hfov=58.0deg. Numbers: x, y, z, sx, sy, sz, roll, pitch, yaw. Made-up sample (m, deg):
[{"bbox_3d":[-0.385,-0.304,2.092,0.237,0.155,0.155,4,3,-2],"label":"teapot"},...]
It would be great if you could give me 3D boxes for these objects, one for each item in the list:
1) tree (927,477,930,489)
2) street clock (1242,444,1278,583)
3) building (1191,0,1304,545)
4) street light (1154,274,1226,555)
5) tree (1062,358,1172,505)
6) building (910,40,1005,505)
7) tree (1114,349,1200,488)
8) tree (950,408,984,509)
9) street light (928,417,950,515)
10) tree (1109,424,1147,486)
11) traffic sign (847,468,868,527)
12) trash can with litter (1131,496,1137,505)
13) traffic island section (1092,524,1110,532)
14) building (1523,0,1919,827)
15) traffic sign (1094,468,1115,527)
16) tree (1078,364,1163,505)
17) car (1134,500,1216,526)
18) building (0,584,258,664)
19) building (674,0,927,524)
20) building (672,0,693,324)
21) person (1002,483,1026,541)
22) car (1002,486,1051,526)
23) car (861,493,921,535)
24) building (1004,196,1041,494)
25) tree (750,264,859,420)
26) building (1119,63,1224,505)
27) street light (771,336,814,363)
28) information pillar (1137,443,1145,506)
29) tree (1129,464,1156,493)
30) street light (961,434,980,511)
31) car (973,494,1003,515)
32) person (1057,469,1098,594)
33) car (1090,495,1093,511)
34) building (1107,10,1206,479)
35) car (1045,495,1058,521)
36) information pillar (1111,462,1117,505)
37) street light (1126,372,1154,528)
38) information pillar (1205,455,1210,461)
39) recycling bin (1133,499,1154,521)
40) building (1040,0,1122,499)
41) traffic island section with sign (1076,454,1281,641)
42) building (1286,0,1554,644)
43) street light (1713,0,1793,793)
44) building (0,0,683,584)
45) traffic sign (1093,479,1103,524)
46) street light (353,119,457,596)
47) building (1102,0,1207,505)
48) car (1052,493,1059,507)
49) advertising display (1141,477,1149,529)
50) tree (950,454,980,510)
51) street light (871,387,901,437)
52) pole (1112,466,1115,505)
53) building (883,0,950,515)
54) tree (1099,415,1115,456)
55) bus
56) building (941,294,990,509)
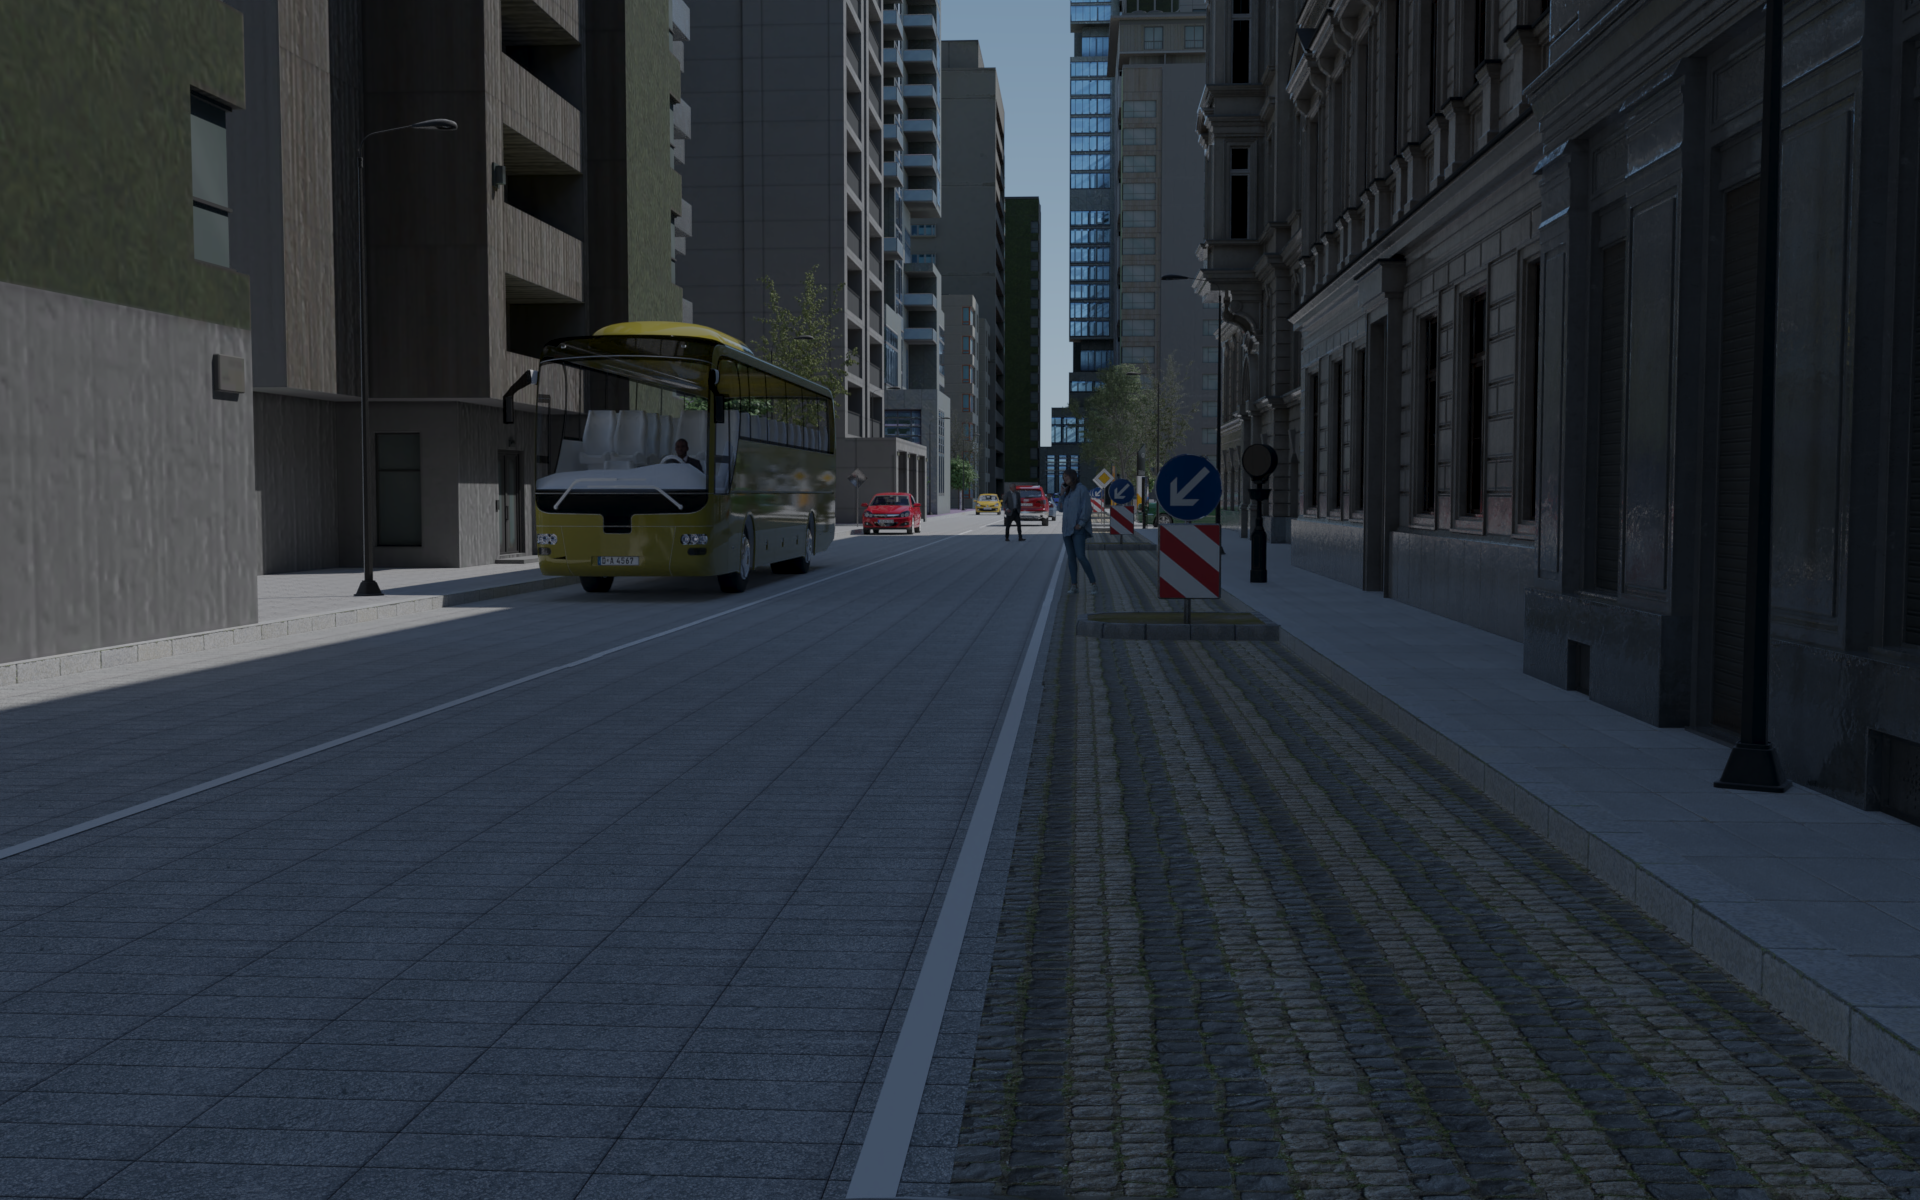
[{"bbox_3d":[-2.501,-6.477,100.501,1.663,3.219,1.824,0,3,0],"label":"tree"},{"bbox_3d":[4.325,-1.251,25.026,0.471,2.002,0.358,2,4,35],"label":"street clock"},{"bbox_3d":[13.882,-14.016,48.241,14.460,24.649,34.723,0,4,4],"label":"building"},{"bbox_3d":[4.945,-3.926,36.732,1.470,5.913,1.316,0,4,4],"label":"street light"},{"bbox_3d":[11.154,-11.290,119.006,7.601,10.594,8.767,2,4,33],"label":"tree"},{"bbox_3d":[-6.235,-34.646,190.166,21.300,48.544,21.600,0,4,4],"label":"building"},{"bbox_3d":[10.284,-8.476,88.950,4.360,8.622,3.978,0,3,0],"label":"tree"},{"bbox_3d":[0.075,-12.029,147.030,4.360,8.622,3.978,0,3,0],"label":"tree"},{"bbox_3d":[-1.274,-8.080,104.649,1.470,5.913,1.316,0,4,4],"label":"street light"},{"bbox_3d":[15.265,-12.759,158.969,4.737,8.622,4.395,0,3,0],"label":"tree"},{"bbox_3d":[-3.979,-3.890,67.242,0.795,2.450,0.064,0,4,4],"label":"traffic sign"},{"bbox_3d":[10.419,-5.498,101.282,0.624,1.170,1.055,-1,4,-18],"label":"trash can with litter"},{"bbox_3d":[5.565,-2.713,66.640,2.009,0.180,2.903,0,4,4],"label":"traffic island section"},{"bbox_3d":[8.092,-9.383,2.566,9.793,20.994,18.267,0,4,4],"label":"building"},{"bbox_3d":[5.541,-3.848,66.565,0.795,2.450,0.064,0,4,4],"label":"traffic sign"},{"bbox_3d":[14.019,-14.233,150.833,7.486,12.596,7.792,0,3,0],"label":"tree"},{"bbox_3d":[9.518,-3.557,69.948,4.920,1.459,2.131,0,4,2],"label":"car"},{"bbox_3d":[-14.439,-14.569,9.910,14.160,30.474,14.107,0,4,4],"label":"building"},{"bbox_3d":[-12.219,-39.477,83.708,20.563,71.187,20.611,0,4,4],"label":"building"},{"bbox_3d":[-25.196,-26.808,57.921,30.456,49.044,23.786,0,4,4],"label":"building"},{"bbox_3d":[1.641,-2.659,52.379,0.661,1.777,0.834,-2,4,-35],"label":"person"},{"bbox_3d":[3.024,-4.299,78.954,2.281,1.827,5.304,0,4,2],"label":"car"},{"bbox_3d":[-2.438,-3.272,62.536,2.155,1.783,4.494,0,4,4],"label":"car"},{"bbox_3d":[4.198,-34.049,240.295,14.086,41.232,14.154,0,4,4],"label":"building"},{"bbox_3d":[-5.342,-6.478,56.275,4.737,8.622,4.395,0,3,0],"label":"tree"},{"bbox_3d":[22.587,-29.643,168.251,14.154,41.232,14.086,0,4,4],"label":"building"},{"bbox_3d":[-4.990,-4.794,50.926,1.470,5.913,1.316,0,4,4],"label":"street light"},{"bbox_3d":[8.367,-5.420,79.964,0.504,3.616,0.183,-3,5,-41],"label":"information pillar"},{"bbox_3d":[11.835,-7.067,110.150,1.663,3.219,1.824,0,3,0],"label":"tree"},{"bbox_3d":[0.814,-9.889,134.218,1.470,5.913,1.316,0,4,4],"label":"street light"},{"bbox_3d":[1.956,-6.675,119.359,2.015,1.641,3.980,0,4,3],"label":"car"},{"bbox_3d":[1.692,-0.978,24.755,0.793,1.790,0.793,1,4,22],"label":"person"},{"bbox_3d":[9.924,-7.382,132.695,2.014,1.417,4.499,0,4,3],"label":"car"},{"bbox_3d":[30.415,-36.631,188.160,28.713,52.752,27.495,0,4,4],"label":"building"},{"bbox_3d":[4.331,-4.997,93.696,2.014,1.417,4.499,0,4,3],"label":"car"},{"bbox_3d":[11.399,-8.381,128.389,0.504,3.616,0.183,-2,4,-35],"label":"information pillar"},{"bbox_3d":[7.012,-5.719,66.046,1.470,5.913,1.316,0,4,4],"label":"street light"},{"bbox_3d":[14.860,-6.892,104.039,0.183,3.616,0.504,-2,4,-25],"label":"information pillar"},{"bbox_3d":[8.624,-4.213,81.443,0.722,1.027,0.722,-3,5,-39],"label":"recycling bin"},{"bbox_3d":[26.973,-56.809,241.492,31.000,86.520,22.319,0,4,4],"label":"building"},{"bbox_3d":[2.194,-0.561,17.797,1.989,1.847,2.006,0,4,4],"label":"traffic island section with sign"},{"bbox_3d":[10.034,-9.581,21.275,10.561,19.102,19.286,0,4,4],"label":"building"},{"bbox_3d":[2.943,-2.136,7.471,1.470,5.913,1.316,0,4,4],"label":"street light"},{"bbox_3d":[-13.768,-15.942,32.353,14.160,30.474,14.107,0,4,4],"label":"building"},{"bbox_3d":[6.093,-4.336,74.531,0.795,2.450,0.064,0,4,4],"label":"traffic sign"},{"bbox_3d":[-6.928,-3.004,21.660,1.470,5.913,1.316,0,4,4],"label":"street light"},{"bbox_3d":[27.981,-47.336,212.193,20.563,71.187,20.611,0,4,4],"label":"building"},{"bbox_3d":[9.375,-9.360,162.620,1.945,1.707,3.694,0,4,3],"label":"car"},{"bbox_3d":[6.877,-3.614,64.304,0.123,1.923,0.974,1,4,16],"label":"advertising display"},{"bbox_3d":[-0.057,-9.651,141.506,4.285,4.588,4.351,0,3,0],"label":"tree"},{"bbox_3d":[-3.261,-6.267,75.015,1.470,5.913,1.316,0,4,4],"label":"street light"},{"bbox_3d":[11.159,-8.072,125.821,0.158,3.312,0.155,0,3,0],"label":"pole"},{"bbox_3d":[-11.453,-49.396,120.291,22.319,86.520,31.000,0,4,4],"label":"building"},{"bbox_3d":[13.243,-11.500,138.394,4.360,8.622,3.978,0,3,0],"label":"tree"},{"bbox_3d":[-4.101,-2.256,28.431,2.896,3.916,12.252,0,4,4],"label":"bus"},{"bbox_3d":[-11.697,-19.611,165.674,27.650,21.520,28.899,0,4,4],"label":"building"}]
